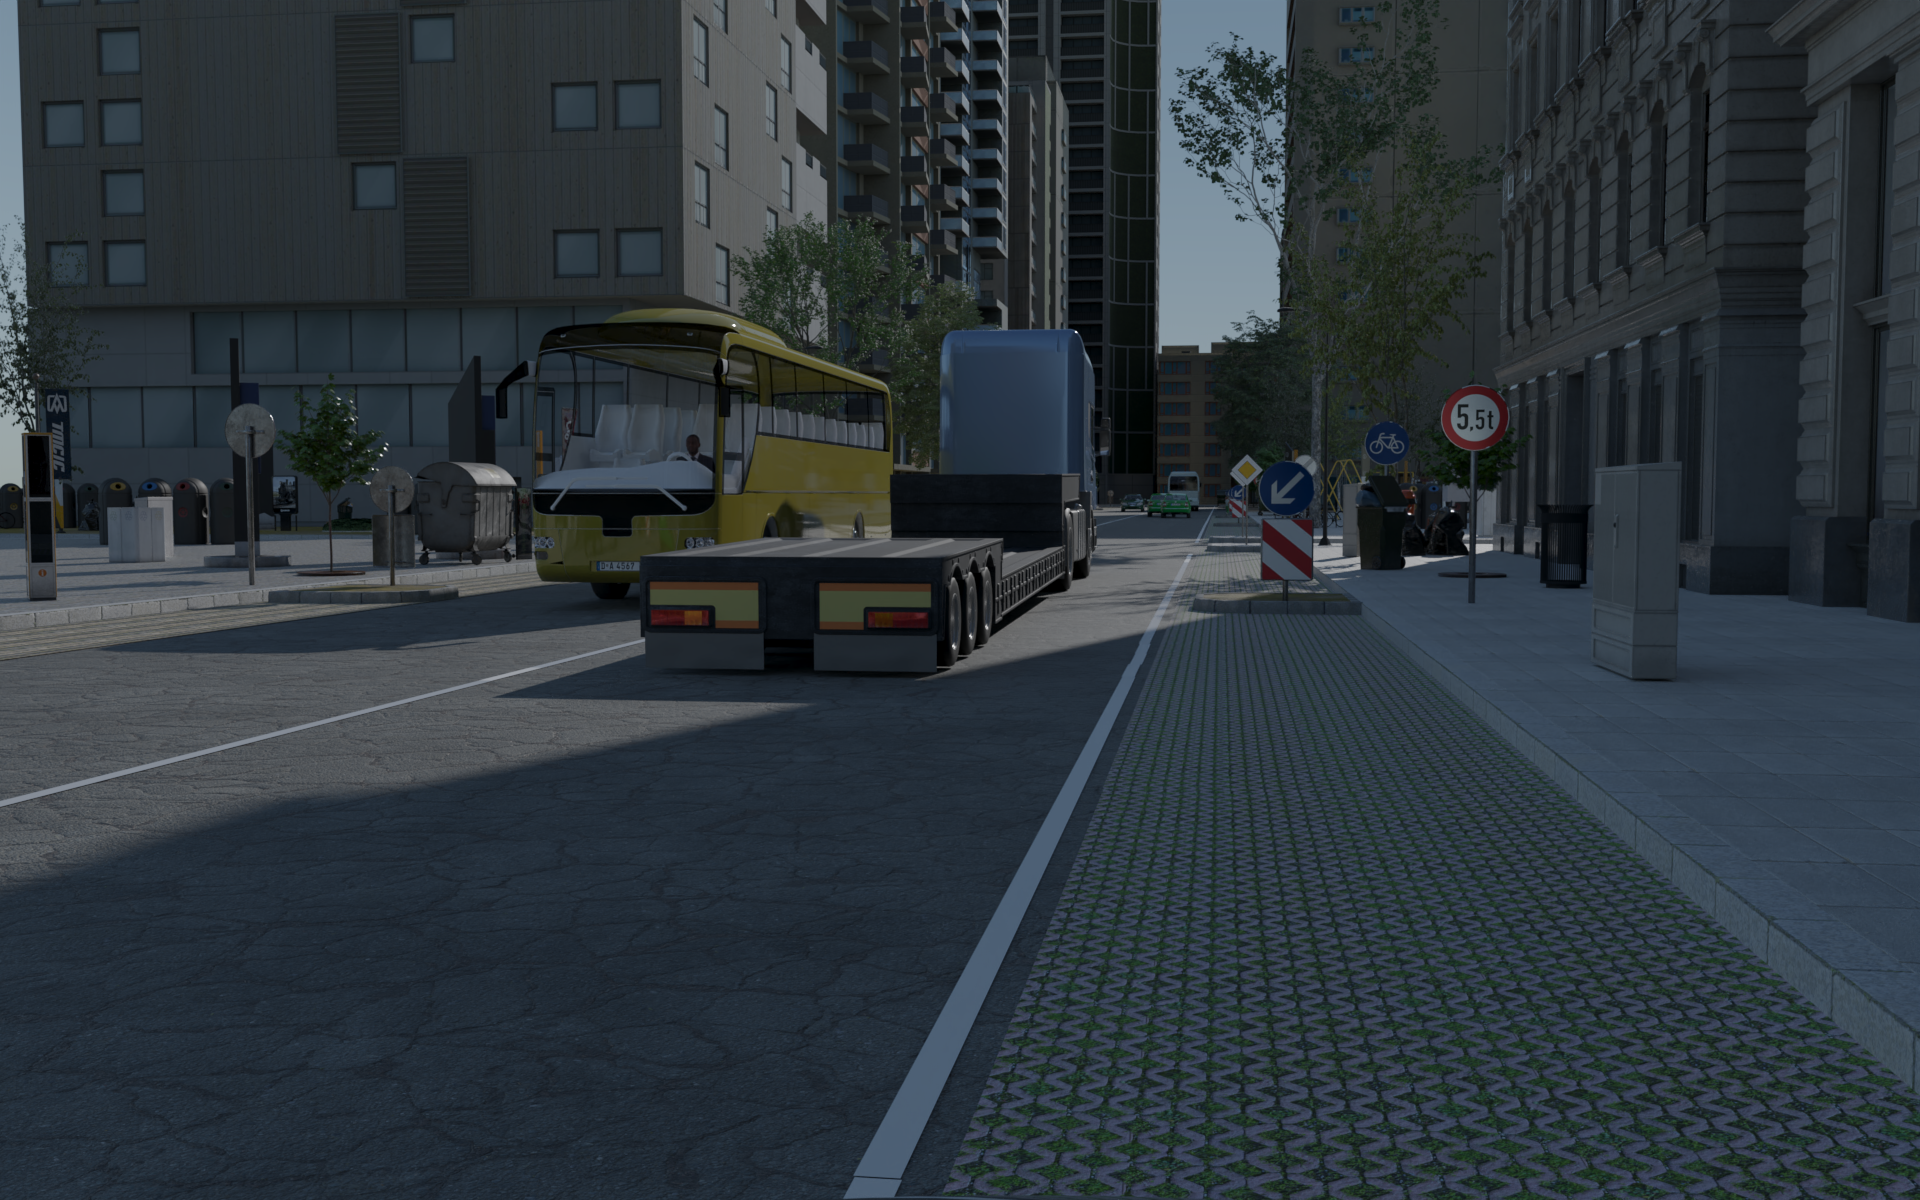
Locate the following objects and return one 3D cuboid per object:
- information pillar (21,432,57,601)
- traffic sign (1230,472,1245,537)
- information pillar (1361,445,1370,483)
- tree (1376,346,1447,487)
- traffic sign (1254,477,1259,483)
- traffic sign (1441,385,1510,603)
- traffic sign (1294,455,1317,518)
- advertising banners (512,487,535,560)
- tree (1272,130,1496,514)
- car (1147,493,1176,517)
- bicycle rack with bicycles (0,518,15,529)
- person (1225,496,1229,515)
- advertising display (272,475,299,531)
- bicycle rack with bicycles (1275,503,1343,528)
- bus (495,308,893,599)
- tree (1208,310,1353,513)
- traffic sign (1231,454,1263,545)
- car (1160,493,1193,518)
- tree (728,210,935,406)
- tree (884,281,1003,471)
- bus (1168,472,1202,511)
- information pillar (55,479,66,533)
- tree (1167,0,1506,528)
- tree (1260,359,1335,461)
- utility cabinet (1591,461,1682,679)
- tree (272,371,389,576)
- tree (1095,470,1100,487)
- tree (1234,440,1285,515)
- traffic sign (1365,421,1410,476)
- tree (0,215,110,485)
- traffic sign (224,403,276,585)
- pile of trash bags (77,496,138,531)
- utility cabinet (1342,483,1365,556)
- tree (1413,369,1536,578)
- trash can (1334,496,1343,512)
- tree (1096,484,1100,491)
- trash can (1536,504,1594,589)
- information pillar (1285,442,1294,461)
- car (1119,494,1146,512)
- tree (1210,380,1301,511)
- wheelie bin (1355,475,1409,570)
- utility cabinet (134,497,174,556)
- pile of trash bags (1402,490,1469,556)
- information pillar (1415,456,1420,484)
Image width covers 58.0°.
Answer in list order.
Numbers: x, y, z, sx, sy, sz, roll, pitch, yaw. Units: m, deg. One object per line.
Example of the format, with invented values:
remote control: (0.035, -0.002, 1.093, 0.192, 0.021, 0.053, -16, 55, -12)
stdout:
information pillar: (-11.089, -1.001, 20.862, 0.304, 2.012, 0.304, -2, 4, -33)
traffic sign: (8.423, -2.932, 51.577, 0.795, 2.450, 0.064, 1, 4, 9)
information pillar: (19.224, -5.557, 82.210, 0.504, 3.616, 0.183, -2, 4, -28)
tree: (22.385, -8.243, 85.133, 4.360, 8.622, 3.978, 0, 3, 0)
traffic sign: (19.487, -6.882, 112.628, 0.768, 2.556, 0.104, 1, 4, 18)
traffic sign: (6.012, -1.234, 20.274, 0.768, 2.556, 0.104, 1, 4, 13)
traffic sign: (11.238, -3.448, 56.473, 0.768, 2.556, 0.104, 1, 4, 13)
advertising banners: (-8.244, -2.345, 34.535, 0.090, 3.025, 2.074, 2, 4, 25)
tree: (8.458, -5.144, 34.466, 4.737, 8.622, 4.395, 0, 3, 0)
car: (12.797, -6.174, 109.738, 1.959, 1.807, 4.718, 0, 4, 8)
bicycle rack with bicycles: (-35.981, -2.991, 62.285, 2.925, 0.926, 2.852, 0, 4, -7)
person: (17.418, -6.123, 112.862, 0.306, 1.304, 0.590, 2, 4, 25)
advertising display: (-23.430, -3.360, 60.143, 0.974, 1.923, 0.123, 1, 4, 15)
bicycle rack with bicycles: (13.528, -3.268, 66.810, 2.925, 0.926, 2.852, -1, 4, -11)
bus: (-3.339, -2.151, 26.717, 2.896, 3.916, 12.252, 0, 4, 8)
tree: (21.910, -13.044, 119.917, 9.857, 13.997, 8.962, 0, 3, 0)
traffic sign: (7.233, -2.449, 43.681, 0.795, 2.450, 0.064, 1, 4, 9)
car: (13.034, -5.849, 104.421, 1.959, 1.807, 4.718, 0, 4, 8)
tree: (-4.999, -8.360, 62.435, 9.928, 11.665, 9.643, 0, 3, 0)
tree: (-0.699, -10.678, 92.715, 7.486, 12.596, 7.792, 0, 3, 0)
bus: (19.229, -9.396, 148.492, 2.948, 3.499, 13.247, 0, 4, 8)
information pillar: (-29.530, -3.999, 56.740, 0.183, 3.616, 0.504, -3, 5, -44)
tree: (14.417, -12.684, 63.278, 12.611, 20.169, 13.585, 0, 3, 0)
tree: (18.320, -8.877, 95.495, 4.360, 8.622, 3.978, 0, 3, 0)
utility cabinet: (4.800, -0.225, 12.364, 0.318, 1.500, 1.173, 0, 4, 7)
tree: (-9.830, -2.004, 27.369, 1.663, 3.219, 1.824, 0, 3, 0)
tree: (13.466, -12.467, 187.553, 4.285, 4.588, 4.351, 0, 3, 0)
tree: (19.113, -7.444, 105.423, 4.285, 4.588, 4.351, 0, 3, 0)
traffic sign: (7.490, -1.854, 30.424, 0.768, 2.556, 0.104, 1, 4, 18)
tree: (-24.201, -5.799, 45.170, 4.360, 8.622, 3.978, 0, 3, 0)
traffic sign: (-9.974, -1.481, 24.326, 0.768, 2.556, 0.104, 1, 4, 9)
pile of trash bags: (-29.193, -3.106, 60.531, 3.447, 1.369, 1.912, 2, 4, 33)
utility cabinet: (8.119, -1.649, 35.648, 0.318, 1.500, 1.173, 1, 4, 22)
tree: (7.965, -1.978, 26.944, 1.663, 3.219, 1.824, 0, 3, 0)
trash can: (27.363, -6.933, 125.002, 0.748, 1.137, 0.748, 0, 3, 0)
tree: (13.705, -11.517, 182.905, 1.663, 3.219, 1.824, 0, 3, 0)
trash can: (8.257, -0.735, 23.677, 0.748, 1.137, 0.748, 0, 3, 0)
information pillar: (14.846, -5.311, 78.196, 0.183, 3.616, 0.504, -2, 4, -30)
car: (13.947, -7.819, 139.642, 2.131, 1.459, 4.920, 0, 4, 7)
tree: (22.801, -11.980, 130.291, 8.767, 10.594, 7.601, 1, 4, 18)
wheelie bin: (7.130, -1.317, 29.436, 0.980, 1.594, 0.693, -2, 4, -35)
utility cabinet: (-16.660, -1.507, 35.803, 0.306, 1.237, 1.020, 0, 4, 3)
pile of trash bags: (9.854, -1.701, 37.572, 1.912, 1.369, 3.447, 0, 4, 6)
information pillar: (26.503, -6.666, 100.343, 0.183, 3.616, 0.504, -1, 4, -10)
